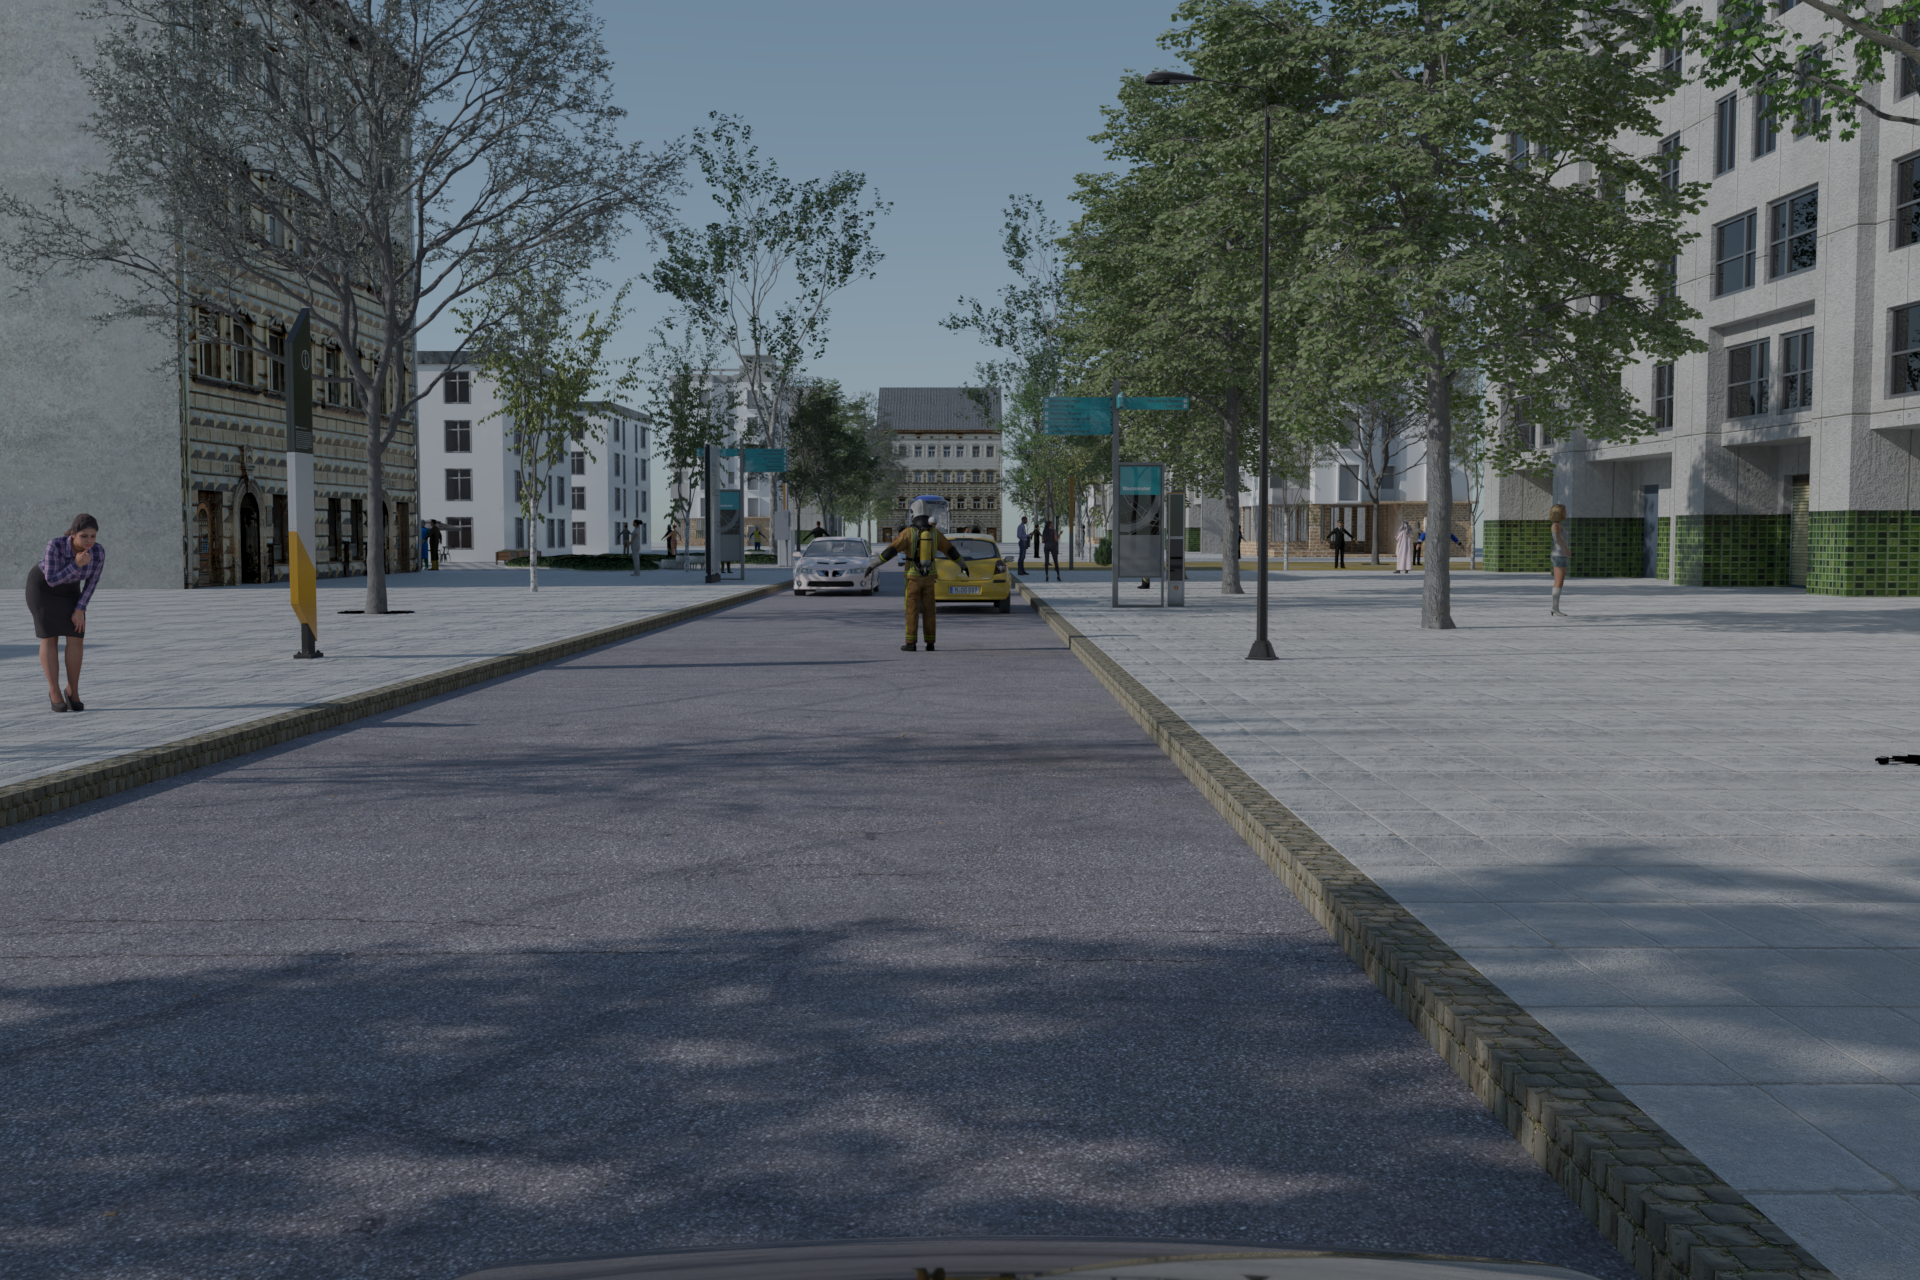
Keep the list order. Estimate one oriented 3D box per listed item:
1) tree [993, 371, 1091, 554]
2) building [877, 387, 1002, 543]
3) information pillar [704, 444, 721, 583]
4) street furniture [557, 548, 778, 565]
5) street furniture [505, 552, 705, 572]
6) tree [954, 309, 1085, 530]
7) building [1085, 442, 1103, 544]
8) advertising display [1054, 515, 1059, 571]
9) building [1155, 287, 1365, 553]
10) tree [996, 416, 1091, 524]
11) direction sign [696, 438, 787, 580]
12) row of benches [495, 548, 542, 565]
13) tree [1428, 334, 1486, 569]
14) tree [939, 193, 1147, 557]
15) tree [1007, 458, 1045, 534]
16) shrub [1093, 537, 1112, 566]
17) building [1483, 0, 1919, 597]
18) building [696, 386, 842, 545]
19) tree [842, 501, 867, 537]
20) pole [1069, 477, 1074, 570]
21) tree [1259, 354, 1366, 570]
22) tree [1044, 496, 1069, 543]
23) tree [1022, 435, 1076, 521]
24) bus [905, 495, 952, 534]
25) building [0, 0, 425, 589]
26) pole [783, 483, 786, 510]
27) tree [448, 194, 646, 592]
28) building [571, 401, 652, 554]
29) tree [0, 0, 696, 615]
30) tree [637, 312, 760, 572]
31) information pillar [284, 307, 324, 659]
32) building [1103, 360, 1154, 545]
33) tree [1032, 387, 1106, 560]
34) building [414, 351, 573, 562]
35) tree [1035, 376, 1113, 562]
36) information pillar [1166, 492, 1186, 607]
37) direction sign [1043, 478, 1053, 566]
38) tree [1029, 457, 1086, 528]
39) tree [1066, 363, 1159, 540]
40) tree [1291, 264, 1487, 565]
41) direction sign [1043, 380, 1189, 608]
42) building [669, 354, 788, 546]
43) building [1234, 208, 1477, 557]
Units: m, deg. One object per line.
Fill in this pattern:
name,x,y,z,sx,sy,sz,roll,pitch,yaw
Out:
tree,5.827,-11.272,110.052,9.928,11.665,9.643,0,3,0
building,-2.906,-25.937,257.454,18.063,23.208,19.493,0,4,0
information pillar,-6.545,-3.333,45.808,0.184,3.620,1.656,0,4,0
street furniture,-12.423,-3.553,73.710,10.072,0.657,5.734,-1,4,-10
street furniture,-12.925,-2.956,63.950,5.734,0.657,10.072,-2,4,-28
tree,5.697,-17.911,148.729,12.611,20.169,13.585,0,3,0
building,21.841,-22.964,231.884,16.016,20.090,11.380,0,4,0
advertising display,3.356,-3.375,60.394,0.123,1.923,0.974,0,4,0
building,24.902,-16.268,132.447,16.747,18.905,31.486,0,4,1
tree,6.240,-11.962,129.997,7.601,10.594,8.767,0,4,-8
direction sign,-6.068,-3.671,48.782,2.525,3.948,1.411,0,4,0
row of benches,-18.797,-3.562,73.705,1.422,0.672,4.104,0,4,6
tree,18.646,-6.887,62.960,4.360,8.622,3.978,0,3,0
tree,5.378,-14.797,97.826,12.611,20.169,13.585,0,3,0
tree,6.246,-12.885,161.023,4.737,8.622,4.395,0,3,0
shrub,5.738,-3.531,68.852,1.383,1.207,1.383,0,3,0
building,26.391,-10.809,43.189,16.747,18.905,31.486,0,4,0
building,-24.756,-21.825,223.301,16.747,18.905,31.486,0,4,0
tree,-16.661,-20.582,254.636,7.486,12.596,7.792,0,3,0
pole,3.986,-4.166,61.958,0.158,3.312,0.155,0,3,0
tree,11.480,-6.810,61.707,4.360,8.622,3.978,0,3,0
tree,14.266,-18.385,250.960,4.737,8.622,4.395,0,3,0
tree,6.490,-10.473,121.588,4.737,8.622,4.395,0,3,0
bus,-1.940,-7.438,113.165,2.896,3.916,12.251,0,3,0
building,-27.252,-13.296,48.324,19.493,23.208,18.063,0,4,-1
pole,-7.036,-4.644,69.768,0.158,3.312,0.155,0,3,0
tree,-9.266,-5.381,38.342,4.737,8.622,4.395,0,3,0
building,-26.446,-11.094,123.534,9.099,9.664,28.070,0,4,1
tree,-9.383,-7.173,27.645,12.009,13.543,11.850,0,3,0
tree,-9.103,-6.623,58.646,4.737,8.622,4.395,0,3,0
information pillar,-6.756,-1.616,17.769,0.183,3.616,0.504,0,4,1
building,24.635,-19.342,182.701,16.747,18.905,31.486,0,4,0
tree,6.240,-8.318,86.353,4.360,8.622,3.978,0,3,0
building,-25.364,-9.255,93.473,9.099,9.664,28.070,0,4,0
tree,5.828,-7.921,79.867,4.737,8.622,4.395,0,3,0
information pillar,3.809,-1.598,30.622,0.304,2.012,0.304,0,3,0
direction sign,3.568,-4.781,70.166,0.379,3.537,0.876,0,4,0
tree,14.432,-21.524,258.570,9.857,13.997,8.962,0,3,0
tree,6.033,-7.586,74.397,4.360,8.622,3.978,0,3,0
tree,17.277,-9.877,71.864,12.009,13.543,11.850,0,3,0
direction sign,2.709,-2.497,29.592,2.525,3.948,1.411,0,3,0
building,-24.608,-20.006,183.520,16.016,20.090,11.380,0,4,1
building,22.135,-15.348,107.356,16.016,20.090,11.380,0,4,0
